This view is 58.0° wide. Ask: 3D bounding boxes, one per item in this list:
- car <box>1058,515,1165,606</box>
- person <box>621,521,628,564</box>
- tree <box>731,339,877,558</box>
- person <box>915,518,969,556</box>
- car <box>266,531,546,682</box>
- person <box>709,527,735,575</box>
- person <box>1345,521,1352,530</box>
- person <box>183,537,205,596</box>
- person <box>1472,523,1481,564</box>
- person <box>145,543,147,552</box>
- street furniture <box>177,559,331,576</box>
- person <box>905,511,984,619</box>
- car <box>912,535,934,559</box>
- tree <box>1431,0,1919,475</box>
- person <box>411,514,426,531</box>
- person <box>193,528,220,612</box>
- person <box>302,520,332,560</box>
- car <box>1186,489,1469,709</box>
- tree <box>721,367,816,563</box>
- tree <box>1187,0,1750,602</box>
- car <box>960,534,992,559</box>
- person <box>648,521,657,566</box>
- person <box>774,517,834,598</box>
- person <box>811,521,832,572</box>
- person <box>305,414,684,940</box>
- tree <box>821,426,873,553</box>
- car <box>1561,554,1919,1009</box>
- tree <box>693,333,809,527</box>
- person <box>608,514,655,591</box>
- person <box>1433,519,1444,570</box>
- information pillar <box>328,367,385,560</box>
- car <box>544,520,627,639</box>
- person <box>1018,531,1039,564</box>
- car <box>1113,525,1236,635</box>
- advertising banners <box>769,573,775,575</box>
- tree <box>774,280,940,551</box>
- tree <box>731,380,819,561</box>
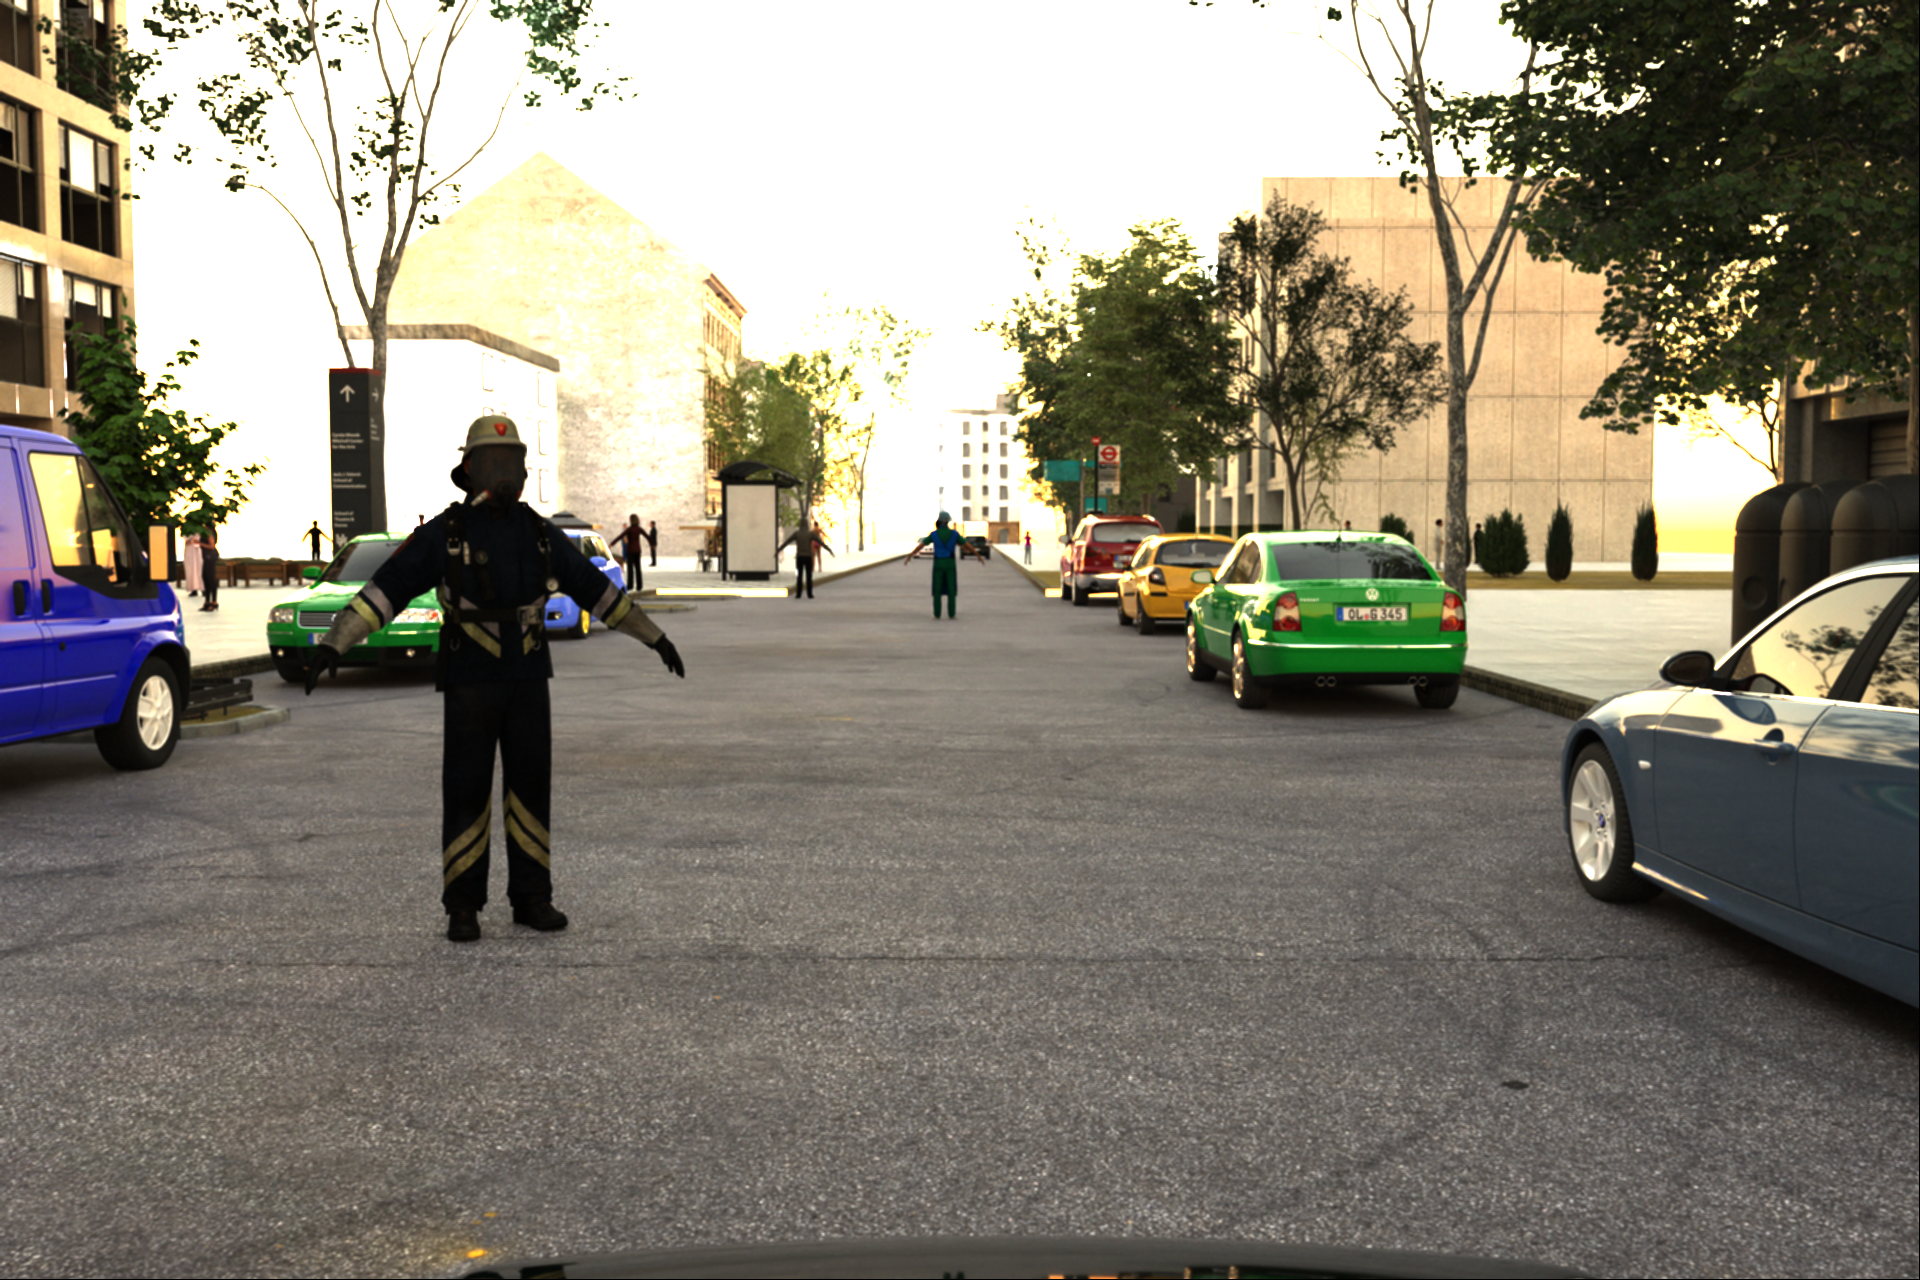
[{"bbox_3d":[3.243,-1.683,36.183,2.281,1.827,5.304,0,4,-1],"label":"car"},{"bbox_3d":[-14.533,-4.243,75.228,0.705,1.847,1.347,-1,4,-11],"label":"person"},{"bbox_3d":[-8.260,-10.151,91.718,9.928,11.665,9.643,0,3,0],"label":"tree"},{"bbox_3d":[-0.464,-2.118,43.231,1.345,1.843,0.704,1,4,8],"label":"person"},{"bbox_3d":[-5.670,-0.573,18.164,1.959,1.807,4.718,0,4,1],"label":"car"},{"bbox_3d":[-7.323,-2.988,54.620,1.354,1.858,0.705,-2,4,-30],"label":"person"},{"bbox_3d":[14.709,-3.643,65.841,0.705,1.796,1.348,3,4,36],"label":"person"},{"bbox_3d":[-15.765,-1.769,35.642,0.551,1.740,0.621,-2,4,-32],"label":"person"},{"bbox_3d":[22.152,-4.139,74.397,0.721,1.740,1.216,2,4,31],"label":"person"},{"bbox_3d":[-20.730,-2.329,44.213,1.346,1.812,0.704,1,4,21],"label":"person"},{"bbox_3d":[-21.802,-2.375,54.459,10.072,0.657,5.734,-1,4,-8],"label":"street furniture"},{"bbox_3d":[-0.262,-1.263,29.235,1.347,1.817,0.704,0,4,-2],"label":"person"},{"bbox_3d":[-1.805,-5.538,102.910,2.083,1.381,4.827,0,4,1],"label":"car"},{"bbox_3d":[8.975,-6.666,15.650,9.857,13.997,8.962,0,3,0],"label":"tree"},{"bbox_3d":[-15.236,-2.636,49.027,1.347,1.837,0.705,0,4,-2],"label":"person"},{"bbox_3d":[-12.542,-1.300,28.762,0.593,1.643,0.415,2,4,27],"label":"person"},{"bbox_3d":[-23.921,-3.559,64.370,1.347,1.806,0.705,1,4,15],"label":"person"},{"bbox_3d":[3.146,-0.415,15.580,1.959,1.807,4.718,0,4,-1],"label":"car"},{"bbox_3d":[-8.076,-7.666,75.707,4.737,8.622,4.395,0,3,0],"label":"tree"},{"bbox_3d":[9.668,-10.700,30.837,12.611,20.169,13.585,0,3,0],"label":"tree"},{"bbox_3d":[0.856,-5.488,99.511,2.009,1.686,4.222,0,3,0],"label":"car"},{"bbox_3d":[-12.269,-3.844,69.066,0.704,1.802,1.346,0,4,-4],"label":"person"},{"bbox_3d":[-3.478,-1.840,38.667,1.348,1.813,0.705,0,4,-4],"label":"person"},{"bbox_3d":[-4.914,-3.187,58.909,1.217,1.733,0.721,-2,4,-23],"label":"person"},{"bbox_3d":[-1.656,0.124,6.213,1.354,1.856,0.705,-2,4,-32],"label":"person"},{"bbox_3d":[-7.634,-10.258,118.076,4.360,8.622,3.978,0,3,0],"label":"tree"},{"bbox_3d":[3.349,0.410,5.302,2.014,1.417,4.499,0,4,0],"label":"car"},{"bbox_3d":[-7.894,-6.923,63.560,4.737,8.622,4.395,0,3,0],"label":"tree"},{"bbox_3d":[-7.396,-1.973,39.059,1.215,1.729,0.721,-3,5,-42],"label":"person"},{"bbox_3d":[17.162,-3.411,61.951,0.705,1.806,1.347,1,4,13],"label":"person"},{"bbox_3d":[-9.474,-2.316,27.238,0.750,3.857,0.750,0,4,1],"label":"information pillar"},{"bbox_3d":[-5.912,-0.926,24.724,1.945,1.707,3.694,0,4,1],"label":"car"},{"bbox_3d":[2.913,-3.937,73.636,0.991,1.433,0.599,2,4,25],"label":"person"},{"bbox_3d":[3.366,-0.969,26.072,2.015,1.641,3.980,0,4,-1],"label":"car"},{"bbox_3d":[-5.980,-3.609,55.195,0.090,3.025,2.074,0,4,2],"label":"advertising banners"},{"bbox_3d":[-7.952,-16.722,129.298,12.611,20.169,13.585,0,3,0],"label":"tree"},{"bbox_3d":[-8.522,-8.043,81.867,4.737,8.622,4.395,0,3,0],"label":"tree"}]
